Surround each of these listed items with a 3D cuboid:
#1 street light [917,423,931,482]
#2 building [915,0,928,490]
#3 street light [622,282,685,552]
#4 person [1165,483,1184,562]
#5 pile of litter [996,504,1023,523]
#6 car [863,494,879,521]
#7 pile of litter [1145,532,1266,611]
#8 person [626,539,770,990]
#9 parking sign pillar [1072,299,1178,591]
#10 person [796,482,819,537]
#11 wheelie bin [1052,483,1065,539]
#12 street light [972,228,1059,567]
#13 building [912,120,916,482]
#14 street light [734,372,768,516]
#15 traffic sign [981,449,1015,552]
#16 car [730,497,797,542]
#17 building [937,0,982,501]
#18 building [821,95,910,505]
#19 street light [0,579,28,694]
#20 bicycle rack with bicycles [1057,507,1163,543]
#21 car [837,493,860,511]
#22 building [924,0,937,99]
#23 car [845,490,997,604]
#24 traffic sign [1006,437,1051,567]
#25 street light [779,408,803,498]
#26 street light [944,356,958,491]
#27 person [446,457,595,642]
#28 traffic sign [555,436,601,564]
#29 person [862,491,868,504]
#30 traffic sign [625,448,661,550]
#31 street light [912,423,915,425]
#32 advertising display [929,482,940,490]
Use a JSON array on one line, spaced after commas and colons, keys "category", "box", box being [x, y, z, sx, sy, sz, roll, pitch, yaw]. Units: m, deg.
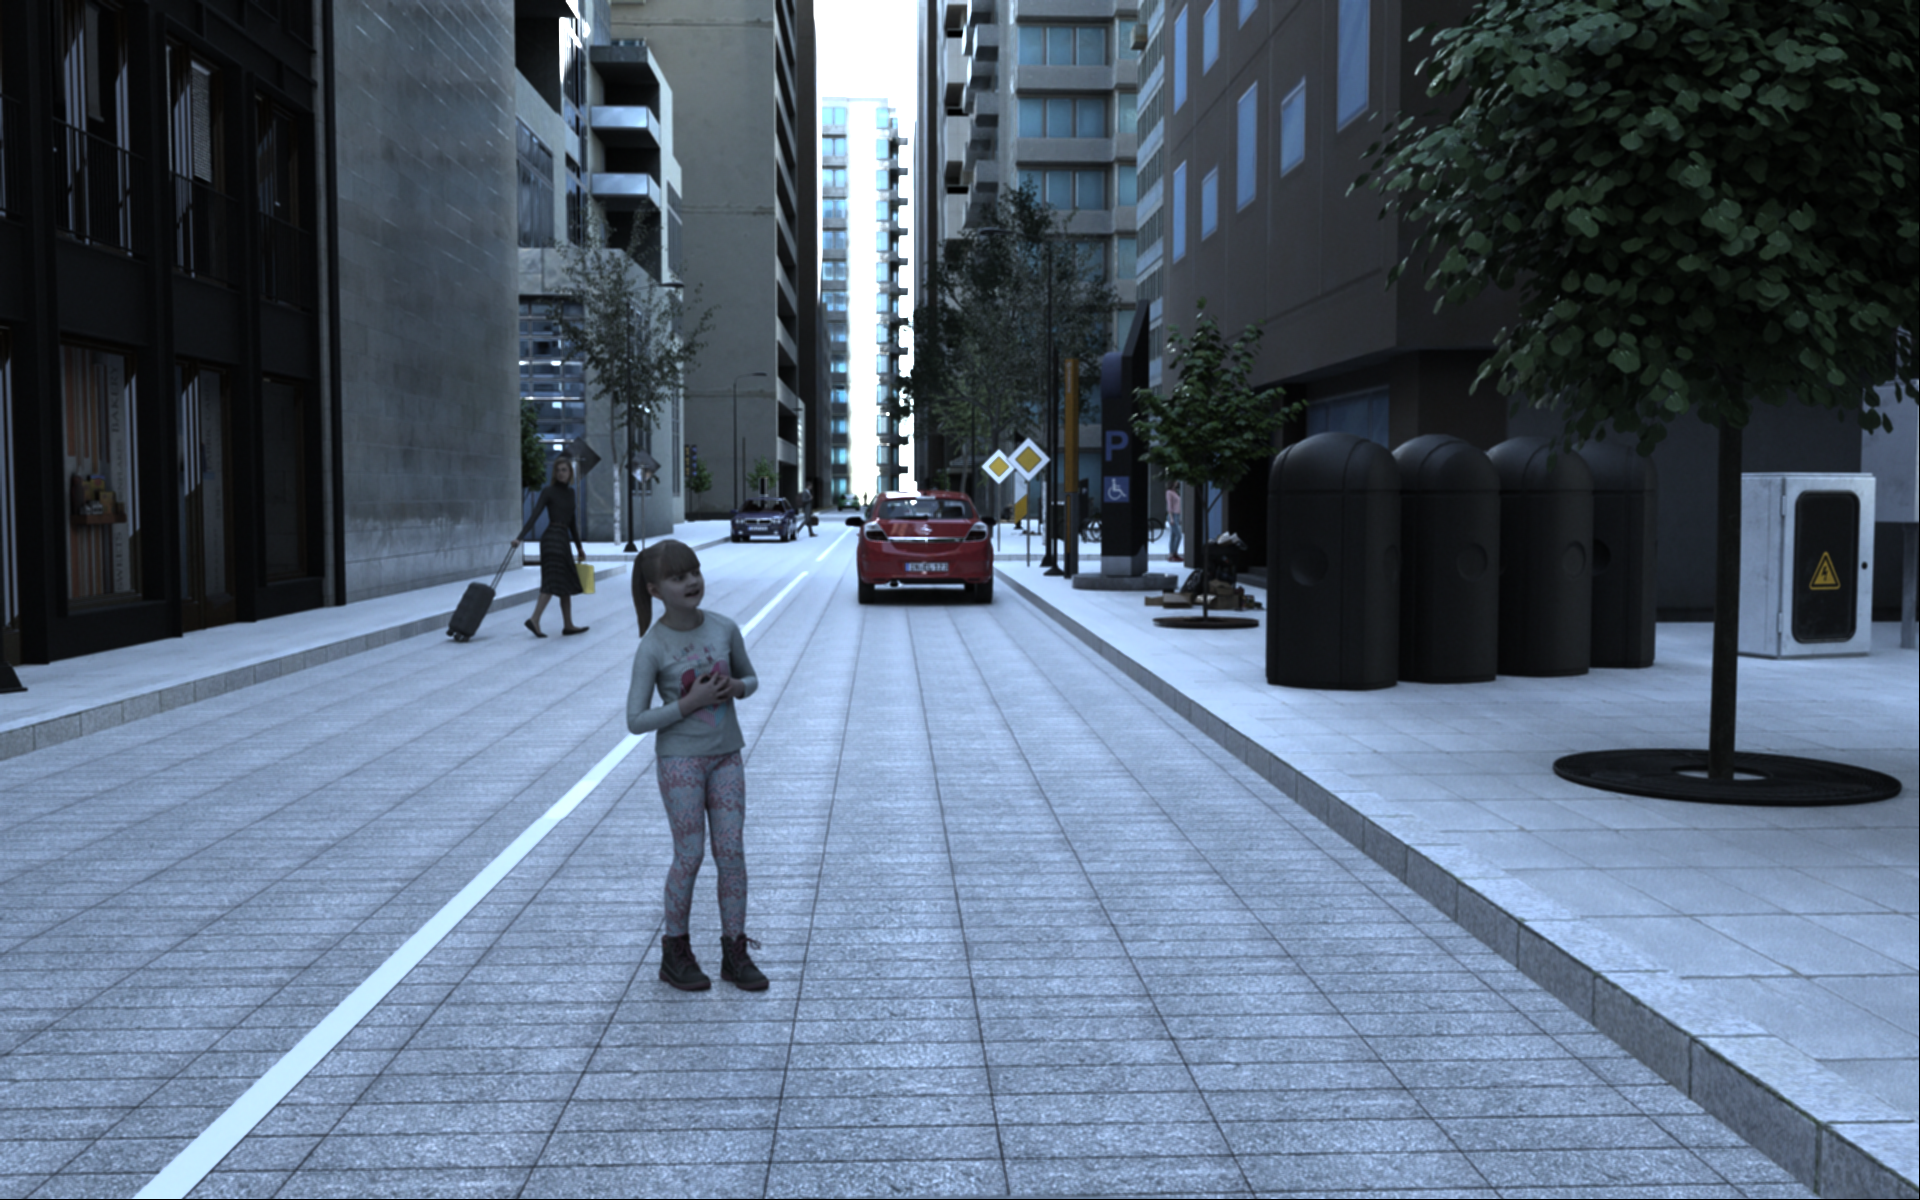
[{"category": "street light", "box": [-1.263, -6.906, 85.459, 1.470, 5.913, 1.316, 0, 4, -2]}, {"category": "building", "box": [6.000, -38.717, 175.015, 21.231, 58.520, 28.212, 0, 4, -2]}, {"category": "street light", "box": [-6.724, -4.007, 38.048, 1.470, 5.913, 1.316, 0, 4, -2]}, {"category": "person", "box": [4.508, -1.711, 36.482, 0.388, 1.821, 0.555, 1, 4, 14]}, {"category": "pile of litter", "box": [2.105, -3.795, 76.011, 1.719, 0.858, 1.176, 2, 4, 28]}, {"category": "car", "box": [-2.529, -3.165, 63.539, 2.131, 1.459, 4.920, 0, 4, -1]}, {"category": "pile of litter", "box": [2.804, -0.345, 19.612, 1.176, 0.858, 1.719, -1, 4, -23]}, {"category": "person", "box": [-0.739, 0.473, 5.040, 0.394, 1.301, 0.425, 3, 4, 37]}, {"category": "parking sign pillar", "box": [2.246, -2.142, 23.496, 1.447, 3.967, 1.447, 1, 4, 16]}, {"category": "person", "box": [-5.128, -3.014, 57.743, 0.822, 1.834, 0.622, 0, 4, -5]}, {"category": "wheelie bin", "box": [2.874, -2.545, 49.523, 0.980, 1.594, 0.693, 2, 4, 24]}, {"category": "street light", "box": [1.029, -3.539, 30.412, 1.470, 5.913, 1.316, 0, 4, -2]}, {"category": "building", "box": [1.623, -33.844, 203.456, 14.200, 45.320, 14.600, 0, 4, -2]}, {"category": "street light", "box": [-8.045, -5.730, 66.229, 1.470, 5.913, 1.316, 0, 4, -2]}, {"category": "traffic sign", "box": [0.861, -2.129, 38.446, 0.795, 2.450, 0.064, 0, 4, -2]}, {"category": "car", "box": [-5.927, -2.444, 52.540, 1.945, 1.354, 3.894, 0, 4, -1]}, {"category": "building", "box": [12.020, -33.252, 132.910, 28.713, 52.752, 27.495, 0, 4, -2]}, {"category": "building", "box": [-21.351, -35.947, 207.342, 30.456, 49.044, 23.786, 0, 4, -2]}, {"category": "street light", "box": [-5.712, -2.356, 11.067, 1.470, 5.913, 1.316, 0, 4, -2]}, {"category": "bicycle rack with bicycles", "box": [4.032, -2.013, 46.289, 2.925, 0.926, 2.852, 0, 4, 3]}, {"category": "car", "box": [-9.471, -8.496, 147.707, 1.959, 1.807, 4.718, 0, 4, -1]}, {"category": "building", "box": [3.877, -30.813, 153.908, 14.600, 45.320, 14.200, 0, 4, -2]}, {"category": "car", "box": [-0.530, -0.925, 24.171, 2.155, 1.783, 4.494, 0, 4, -3]}, {"category": "traffic sign", "box": [1.201, -1.641, 30.469, 0.795, 2.450, 0.064, 0, 4, -2]}, {"category": "street light", "box": [-9.216, -7.425, 93.939, 1.470, 5.913, 1.316, 0, 4, -2]}, {"category": "street light", "box": [-0.104, -5.181, 57.248, 1.470, 5.913, 1.316, 0, 4, -2]}, {"category": "person", "box": [-4.362, -0.524, 17.278, 1.509, 1.804, 0.699, -2, 4, -30]}, {"category": "traffic sign", "box": [-6.637, -1.622, 30.157, 0.795, 2.450, 0.064, 0, 4, -2]}, {"category": "person", "box": [-9.764, -10.297, 177.681, 0.721, 1.723, 1.217, 2, 4, 25]}, {"category": "traffic sign", "box": [-6.977, -2.110, 38.135, 0.795, 2.450, 0.064, 0, 4, -2]}, {"category": "street light", "box": [-2.460, -8.620, 113.483, 1.470, 5.913, 1.316, 0, 4, -2]}, {"category": "advertising display", "box": [-1.338, -5.227, 90.673, 0.123, 1.923, 0.974, -2, 4, -29]}]
